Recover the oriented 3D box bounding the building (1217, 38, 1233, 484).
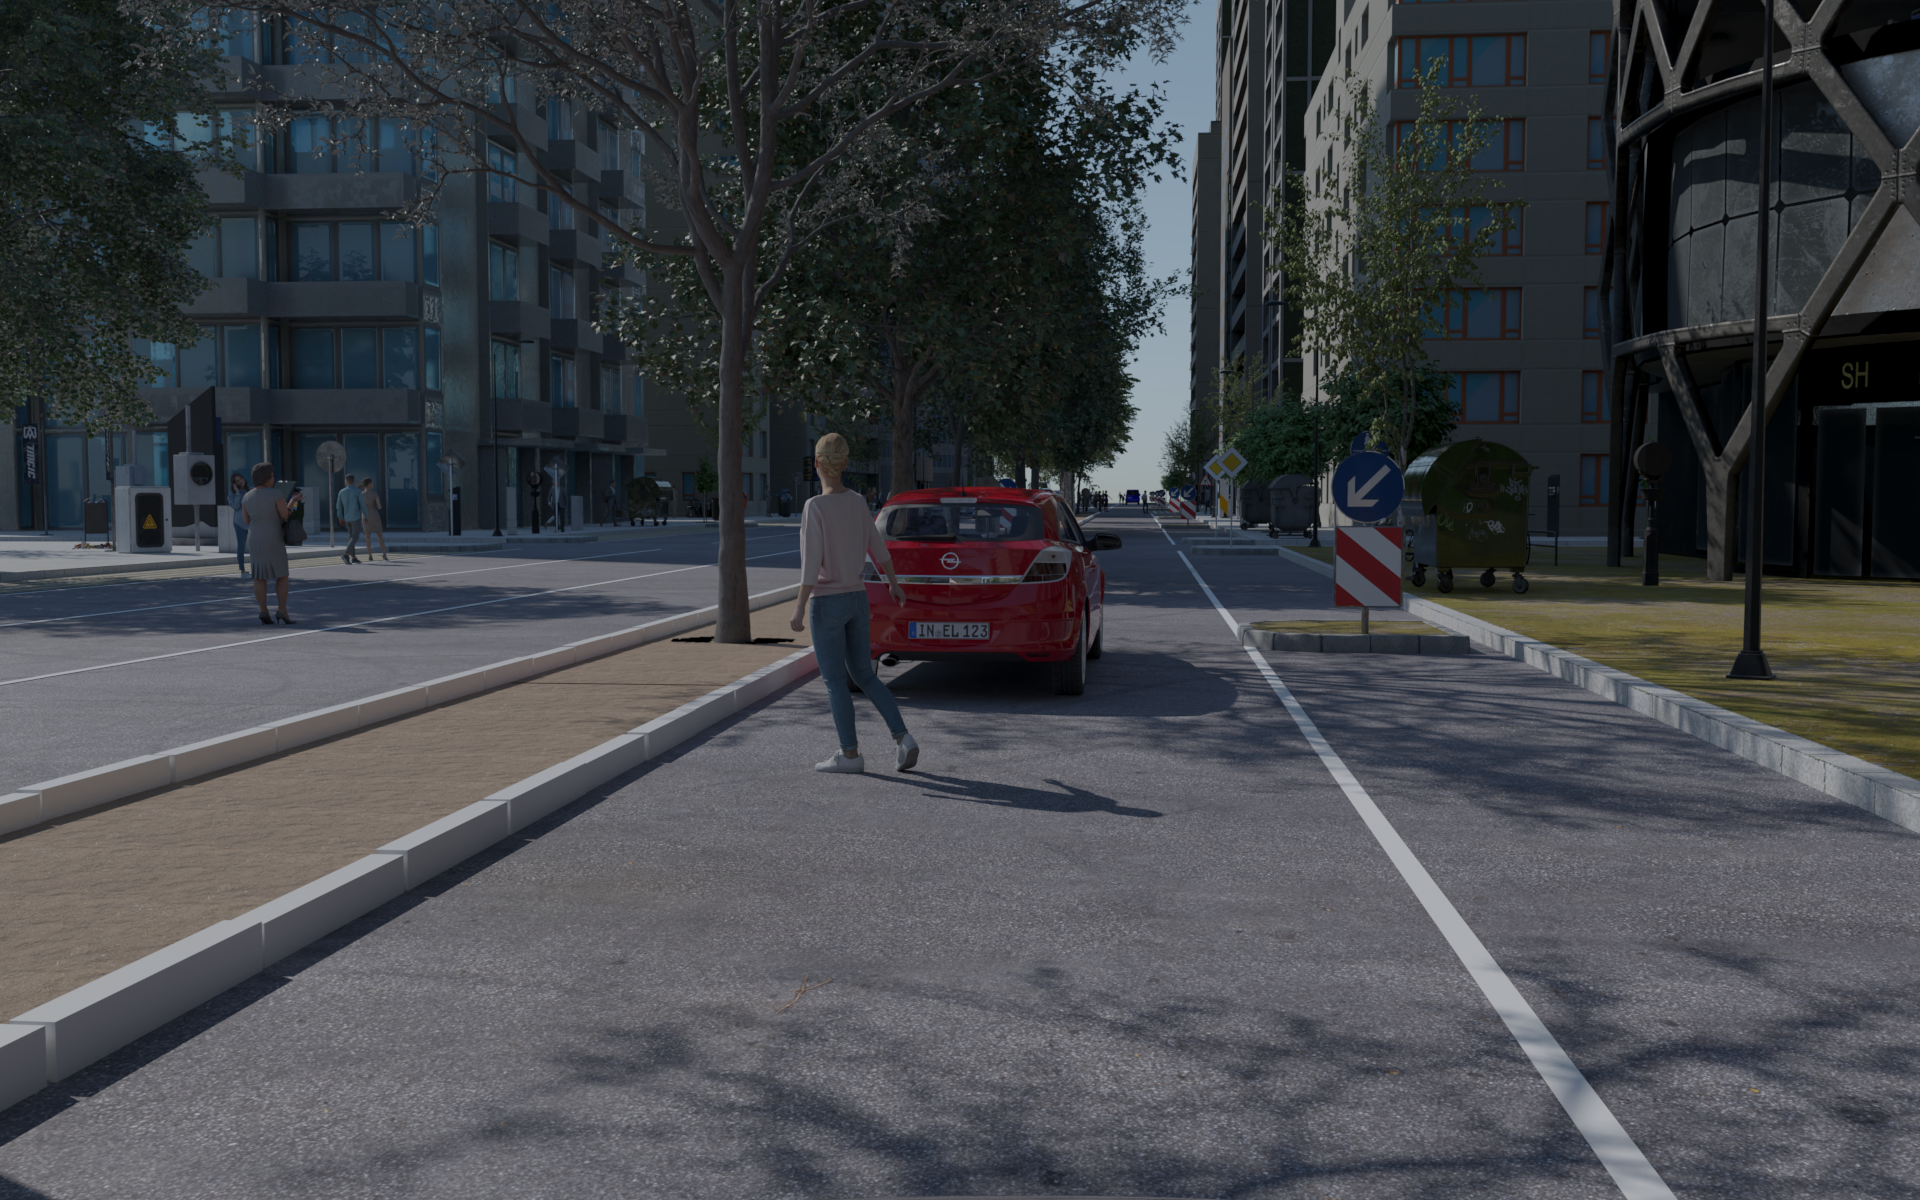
[{"bbox_3d":[32.495,-31.638,167.396,14.600,45.320,14.200,0,4,6],"label":"building"}]

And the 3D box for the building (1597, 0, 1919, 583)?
[{"bbox_3d":[19.382,-9.835,28.247,16.820,18.784,16.811,0,4,6],"label":"building"}]

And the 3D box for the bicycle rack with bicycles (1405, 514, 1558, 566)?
[{"bbox_3d":[9.595,-1.113,31.587,2.852,0.926,2.925,0,4,-2],"label":"bicycle rack with bicycles"}]

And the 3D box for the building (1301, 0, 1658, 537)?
[{"bbox_3d":[28.700,-13.413,64.343,28.899,21.520,27.650,0,4,6],"label":"building"}]

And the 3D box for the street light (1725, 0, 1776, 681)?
[{"bbox_3d":[4.979,-2.411,11.962,1.470,5.913,1.316,0,4,6],"label":"street light"}]

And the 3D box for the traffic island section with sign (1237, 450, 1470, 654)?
[{"bbox_3d":[3.685,-0.485,16.558,1.989,1.847,2.006,0,4,6],"label":"traffic island section with sign"}]

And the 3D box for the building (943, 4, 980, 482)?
[{"bbox_3d":[-7.618,-49.720,251.173,20.563,71.187,20.611,0,4,6],"label":"building"}]

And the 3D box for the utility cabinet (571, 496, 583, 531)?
[{"bbox_3d":[-13.454,-3.042,60.895,0.306,1.237,1.020,0,4,-5],"label":"utility cabinet"}]

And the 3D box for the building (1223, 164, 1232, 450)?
[{"bbox_3d":[30.405,-23.352,153.512,14.160,30.474,14.107,0,4,6],"label":"building"}]

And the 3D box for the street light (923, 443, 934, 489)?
[{"bbox_3d":[-2.774,-11.326,157.714,1.470,5.913,1.316,0,4,6],"label":"street light"}]

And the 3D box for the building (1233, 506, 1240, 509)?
[{"bbox_3d":[37.363,-45.614,184.043,20.563,71.187,20.611,0,4,6],"label":"building"}]

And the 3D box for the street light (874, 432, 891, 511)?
[{"bbox_3d":[-5.745,-9.507,127.985,1.470,5.913,1.316,0,4,6],"label":"street light"}]

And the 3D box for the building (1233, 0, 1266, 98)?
[{"bbox_3d":[32.476,-31.262,134.836,21.300,48.544,21.600,0,4,6],"label":"building"}]

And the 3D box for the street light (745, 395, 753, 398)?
[{"bbox_3d":[-10.398,-6.659,81.410,1.470,5.913,1.316,0,4,6],"label":"street light"}]

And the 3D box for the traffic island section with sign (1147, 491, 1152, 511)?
[{"bbox_3d":[17.295,-8.616,149.498,1.989,1.847,2.006,0,4,6],"label":"traffic island section with sign"}]

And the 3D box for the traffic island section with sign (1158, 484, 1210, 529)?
[{"bbox_3d":[9.368,-3.880,72.058,1.989,1.847,2.006,0,4,6],"label":"traffic island section with sign"}]

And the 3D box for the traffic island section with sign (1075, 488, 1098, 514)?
[{"bbox_3d":[9.027,-7.145,124.952,2.006,1.907,1.989,0,4,6],"label":"traffic island section with sign"}]

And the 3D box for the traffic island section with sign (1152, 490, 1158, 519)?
[{"bbox_3d":[12.117,-5.520,98.874,1.989,1.847,2.006,0,4,6],"label":"traffic island section with sign"}]

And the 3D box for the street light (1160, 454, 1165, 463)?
[{"bbox_3d":[24.280,-13.948,200.588,1.470,5.913,1.316,0,4,6],"label":"street light"}]

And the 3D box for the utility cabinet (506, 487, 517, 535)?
[{"bbox_3d":[-14.045,-2.791,54.308,0.318,1.500,1.173,-1,4,-15],"label":"utility cabinet"}]

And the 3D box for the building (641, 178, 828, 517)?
[{"bbox_3d":[-24.579,-16.253,110.778,27.650,21.520,28.899,0,4,6],"label":"building"}]

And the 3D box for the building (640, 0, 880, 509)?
[{"bbox_3d":[-18.500,-31.466,138.175,21.300,48.544,21.600,0,4,6],"label":"building"}]

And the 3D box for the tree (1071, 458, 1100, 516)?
[{"bbox_3d":[7.045,-9.409,106.663,4.360,8.622,3.978,0,3,0],"label":"tree"}]

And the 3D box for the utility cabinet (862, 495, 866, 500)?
[{"bbox_3d":[-6.985,-7.024,126.008,0.306,1.237,1.020,0,4,-7],"label":"utility cabinet"}]

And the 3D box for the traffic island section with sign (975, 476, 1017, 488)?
[{"bbox_3d":[1.388,-2.573,50.201,2.006,1.907,1.989,0,4,6],"label":"traffic island section with sign"}]

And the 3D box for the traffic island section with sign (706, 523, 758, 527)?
[{"bbox_3d":[-9.784,-4.042,74.710,1.989,1.847,2.006,0,4,6],"label":"traffic island section with sign"}]

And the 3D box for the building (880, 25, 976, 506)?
[{"bbox_3d":[-9.673,-41.913,227.276,21.231,58.520,28.212,0,4,6],"label":"building"}]

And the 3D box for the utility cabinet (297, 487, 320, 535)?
[{"bbox_3d":[-20.651,-2.789,54.284,1.173,1.500,0.318,1,4,20],"label":"utility cabinet"}]

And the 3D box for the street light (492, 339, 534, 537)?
[{"bbox_3d":[-13.464,-4.871,52.184,1.470,5.913,1.316,0,4,6],"label":"street light"}]

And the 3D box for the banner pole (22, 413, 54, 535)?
[{"bbox_3d":[-28.676,-3.901,53.797,0.863,3.779,0.401,0,4,-7],"label":"banner pole"}]

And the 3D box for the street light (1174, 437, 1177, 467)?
[{"bbox_3d":[18.250,-10.359,141.909,1.470,5.913,1.316,0,4,6],"label":"street light"}]

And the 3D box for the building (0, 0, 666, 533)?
[{"bbox_3d":[-25.940,-27.536,69.817,23.786,49.044,30.456,0,4,6],"label":"building"}]

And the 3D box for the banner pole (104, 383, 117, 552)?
[{"bbox_3d":[-18.825,-2.956,38.340,0.401,3.779,0.863,-1,4,-15],"label":"banner pole"}]

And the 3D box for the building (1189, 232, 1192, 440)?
[{"bbox_3d":[46.518,-37.387,265.897,22.147,44.769,28.867,0,4,6],"label":"building"}]

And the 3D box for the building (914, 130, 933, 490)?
[{"bbox_3d":[-10.612,-32.675,184.353,14.600,45.320,14.200,0,4,6],"label":"building"}]

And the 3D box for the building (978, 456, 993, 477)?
[{"bbox_3d":[-2.153,-30.433,269.275,14.160,30.474,14.107,0,4,6],"label":"building"}]

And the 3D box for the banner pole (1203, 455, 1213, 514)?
[{"bbox_3d":[15.877,-7.373,110.561,0.863,3.779,0.401,2,4,32],"label":"banner pole"}]

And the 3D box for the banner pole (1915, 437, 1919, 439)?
[{"bbox_3d":[5.606,-1.177,9.266,0.863,3.779,0.401,3,4,38],"label":"banner pole"}]

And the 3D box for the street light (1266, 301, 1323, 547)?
[{"bbox_3d":[8.039,-4.231,41.711,1.470,5.913,1.316,0,4,6],"label":"street light"}]

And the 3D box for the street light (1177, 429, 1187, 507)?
[{"bbox_3d":[16.452,-9.242,123.649,1.470,5.913,1.316,0,4,6],"label":"street light"}]

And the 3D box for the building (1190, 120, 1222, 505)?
[{"bbox_3d":[40.495,-36.495,220.399,21.300,48.544,21.600,0,4,6],"label":"building"}]

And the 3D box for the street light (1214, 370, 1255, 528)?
[{"bbox_3d":[10.402,-5.649,64.901,1.470,5.913,1.316,0,4,6],"label":"street light"}]

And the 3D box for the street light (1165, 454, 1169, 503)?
[{"bbox_3d":[21.292,-12.147,171.138,1.470,5.913,1.316,0,4,6],"label":"street light"}]

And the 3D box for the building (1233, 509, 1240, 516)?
[{"bbox_3d":[27.201,-40.712,103.889,20.563,71.187,20.611,0,4,6],"label":"building"}]

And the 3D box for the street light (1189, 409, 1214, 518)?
[{"bbox_3d":[13.323,-7.455,94.429,1.470,5.913,1.316,0,4,6],"label":"street light"}]
